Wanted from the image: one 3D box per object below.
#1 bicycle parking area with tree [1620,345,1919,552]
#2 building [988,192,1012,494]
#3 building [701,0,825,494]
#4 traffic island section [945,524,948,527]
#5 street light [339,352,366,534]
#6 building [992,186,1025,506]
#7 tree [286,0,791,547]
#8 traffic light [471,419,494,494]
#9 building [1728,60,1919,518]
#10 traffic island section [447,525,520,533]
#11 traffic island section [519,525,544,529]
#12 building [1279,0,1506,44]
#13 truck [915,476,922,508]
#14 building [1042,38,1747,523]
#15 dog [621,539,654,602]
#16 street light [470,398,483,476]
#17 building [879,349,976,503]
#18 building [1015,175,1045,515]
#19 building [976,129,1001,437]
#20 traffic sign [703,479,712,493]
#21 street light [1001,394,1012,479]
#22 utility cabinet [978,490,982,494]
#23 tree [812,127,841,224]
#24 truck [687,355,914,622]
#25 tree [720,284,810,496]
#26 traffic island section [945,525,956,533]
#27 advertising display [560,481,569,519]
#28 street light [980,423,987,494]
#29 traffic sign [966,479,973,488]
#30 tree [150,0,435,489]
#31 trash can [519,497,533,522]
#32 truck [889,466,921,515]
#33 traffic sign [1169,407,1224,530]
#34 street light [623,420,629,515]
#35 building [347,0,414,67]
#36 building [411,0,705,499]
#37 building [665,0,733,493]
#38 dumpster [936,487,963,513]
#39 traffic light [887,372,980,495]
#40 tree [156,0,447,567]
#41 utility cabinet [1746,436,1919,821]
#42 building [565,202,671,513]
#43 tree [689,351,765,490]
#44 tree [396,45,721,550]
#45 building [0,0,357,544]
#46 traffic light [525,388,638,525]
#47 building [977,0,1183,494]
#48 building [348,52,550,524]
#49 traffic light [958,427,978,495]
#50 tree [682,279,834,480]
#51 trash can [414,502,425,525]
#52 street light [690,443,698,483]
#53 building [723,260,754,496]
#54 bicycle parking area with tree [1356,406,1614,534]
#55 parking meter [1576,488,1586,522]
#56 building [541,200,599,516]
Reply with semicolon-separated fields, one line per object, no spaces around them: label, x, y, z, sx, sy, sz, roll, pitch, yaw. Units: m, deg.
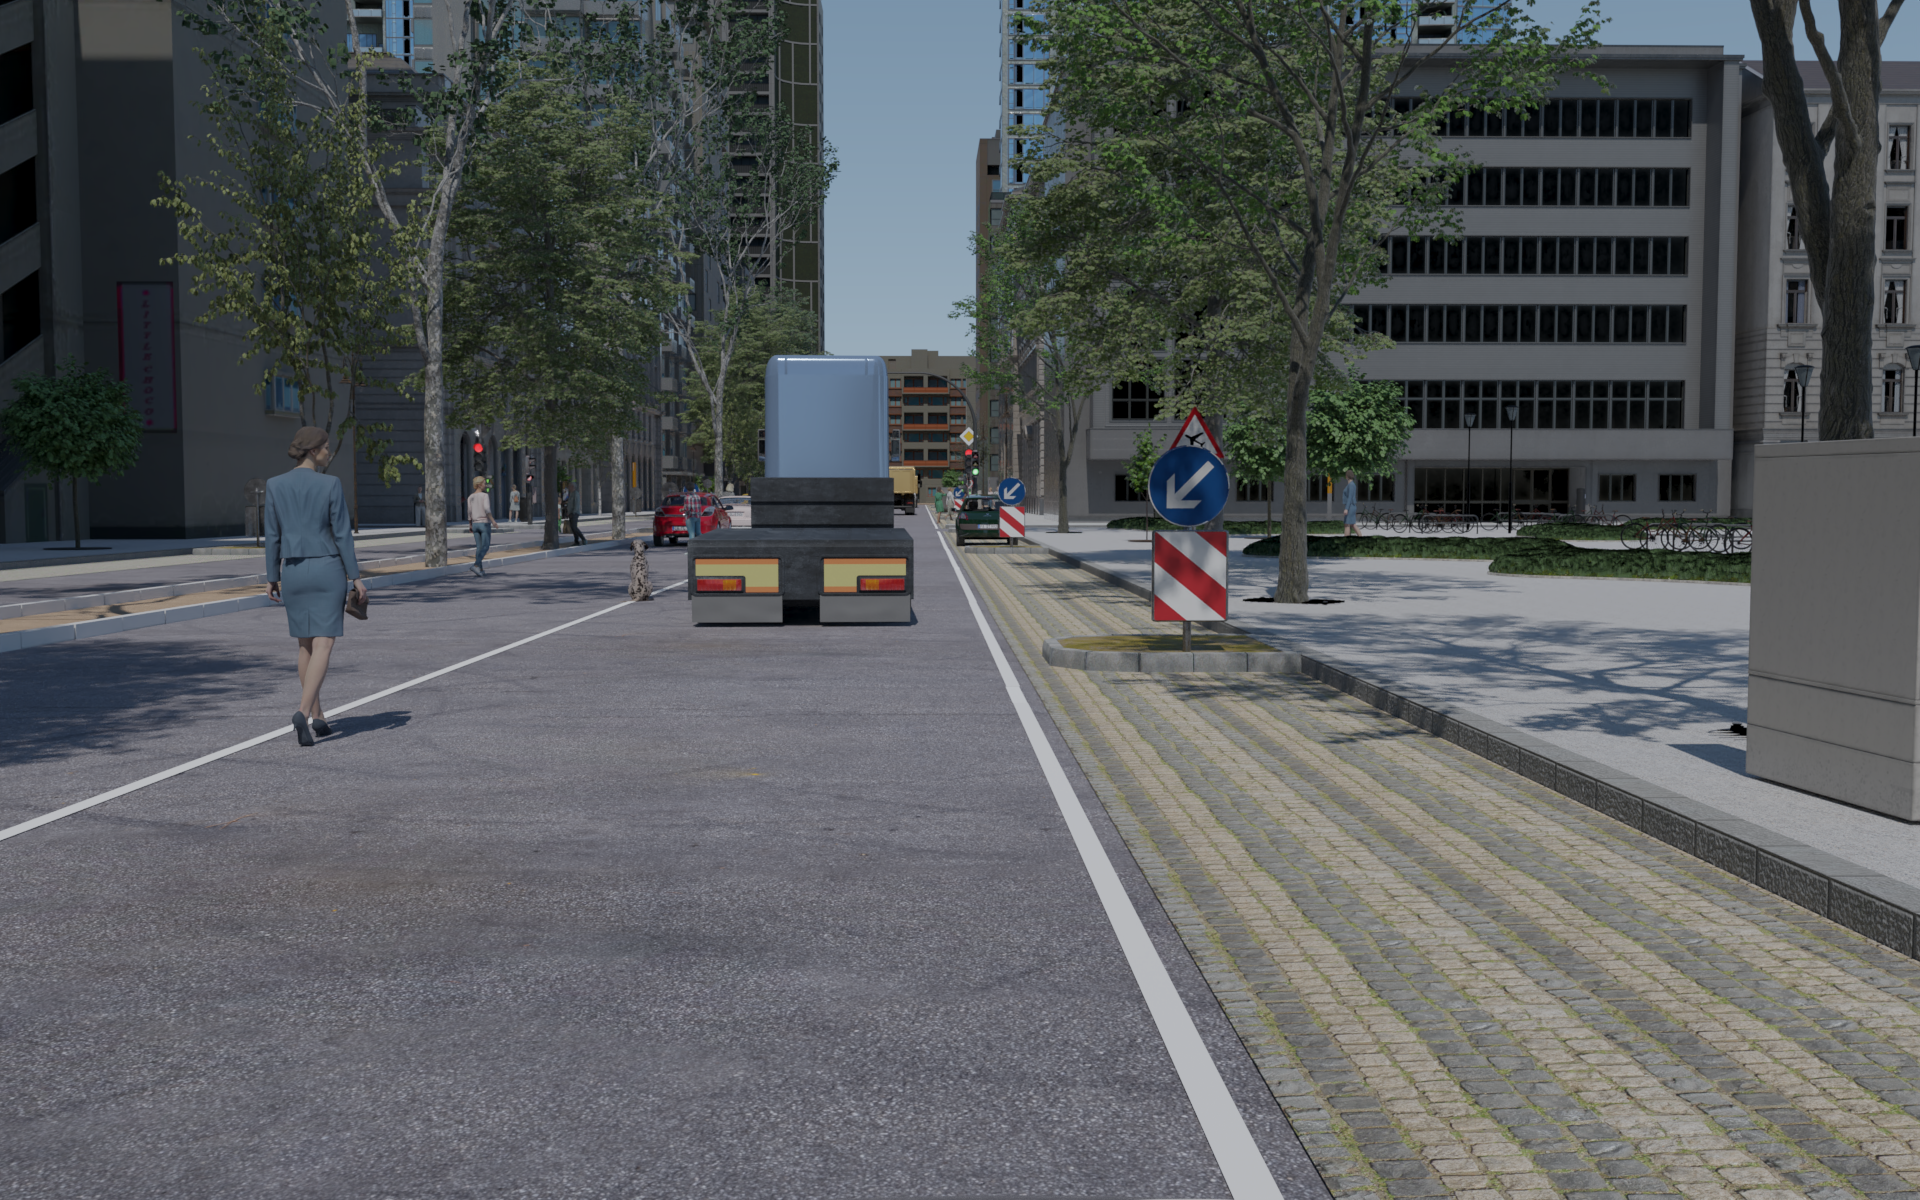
bicycle parking area with tree;18.766;-2.998;36.024;9.016;4.147;8.231;1;4;17
building;9.667;-24.238;167.995;14.160;30.474;14.107;0;4;-1
building;-29.754;-49.155;241.941;20.611;71.187;20.563;0;4;-1
traffic island section;0.392;-3.081;72.650;2.009;0.180;2.903;0;4;-1
street light;-19.583;-5.090;56.009;0.468;5.910;1.993;0;4;-1
building;9.183;-20.679;135.362;12.463;27.353;25.104;0;4;-1
tree;-12.005;-12.020;54.873;12.611;20.169;13.585;0;3;0
traffic light;-17.720;-4.599;64.117;0.839;4.253;0.868;0;4;-1
building;43.601;-14.088;79.490;18.267;20.994;9.793;0;4;-1
traffic island section;-17.761;-2.567;64.251;2.009;0.180;2.903;0;4;-1
traffic island section;-17.945;-3.055;72.234;2.009;0.180;2.903;0;4;-1
building;52.510;-54.883;210.003;31.000;86.520;22.319;0;4;-1
truck;-5.746;-11.450;183.125;3.469;3.379;9.791;0;4;-1
building;19.377;-16.069;81.803;30.058;24.678;14.314;0;4;-1
dog;-4.386;-0.391;23.223;0.513;0.831;0.800;2;4;27
street light;-19.983;-6.088;72.324;0.468;5.910;1.993;0;4;-1
building;-4.924;-24.603;247.301;28.899;21.520;27.650;0;4;-1
building;9.355;-17.377;112.997;11.050;23.489;19.941;0;4;-1
building;9.068;-34.451;213.391;14.600;45.320;14.200;0;4;-1
traffic sign;-21.373;-8.962;146.627;0.768;2.556;0.104;0;4;0
street light;2.130;-6.547;79.833;0.468;5.910;1.993;0;4;-1
utility cabinet;1.162;-5.995;106.695;0.318;1.500;1.173;0;4;3
tree;-12.029;-13.425;77.837;12.611;20.169;13.585;0;3;0
truck;-2.248;-2.329;27.841;2.967;4.110;18.799;0;4;-3
tree;-11.352;-10.548;93.046;7.486;12.596;7.792;0;3;0
traffic island section;0.576;-2.592;64.667;2.009;0.180;2.903;0;4;-1
advertising display;-20.084;-5.063;87.994;0.123;1.923;0.974;0;4;5
street light;1.517;-8.591;113.255;0.468;5.910;1.993;0;4;-1
traffic sign;0.761;-8.633;141.251;0.768;2.556;0.104;0;4;8
tree;-9.630;-4.458;25.701;4.737;8.622;4.395;0;3;0
trash can;-19.939;-4.152;79.539;0.748;1.137;0.748;0;3;0
truck;-4.398;-7.578;119.822;3.469;3.379;9.791;0;4;-2
traffic sign;3.487;-1.579;25.819;0.884;2.594;0.081;0;4;1
street light;-20.646;-8.171;106.388;0.468;5.910;1.993;0;4;-1
building;-76.578;-56.755;240.610;31.000;86.520;22.319;0;4;-1
building;-36.953;-33.136;161.376;23.786;49.044;30.456;0;4;-1
building;-40.065;-36.788;190.718;28.713;52.752;27.495;0;4;-1
dumpster;-0.677;-6.383;112.569;1.865;1.857;1.264;0;4;-2
traffic light;-1.554;-5.486;64.363;4.771;5.953;1.251;0;4;-1
tree;-11.469;-10.747;34.066;12.611;20.169;13.585;0;3;0
utility cabinet;3.773;0.088;7.238;0.318;1.500;1.173;0;4;-6
building;-29.480;-17.443;126.990;13.314;21.916;24.055;0;4;-1
tree;-11.538;-8.204;86.960;4.737;8.622;4.395;0;3;0
tree;-10.596;-7.576;44.450;7.486;12.596;7.792;0;3;0
building;-32.486;-26.170;51.583;21.600;48.544;21.300;0;4;-1
traffic light;-15.815;-5.964;72.183;4.771;5.953;1.251;0;4;-1
building;13.196;-53.602;189.062;22.319;86.520;31.000;0;4;-1
building;-29.030;-14.897;85.358;13.314;21.916;24.055;0;4;-1
traffic light;0.352;-5.114;72.535;0.839;4.253;0.868;0;4;-1
tree;-11.801;-11.856;102.955;9.857;13.997;8.962;0;3;0
trash can;-22.179;-3.651;71.353;0.748;1.137;0.748;0;3;0
street light;-21.487;-10.215;139.804;0.468;5.910;1.993;0;4;-1
building;-32.692;-27.068;214.254;14.107;30.474;14.160;0;4;-1
bicycle parking area with tree;17.843;-4.402;58.969;9.016;4.147;8.231;1;4;15
parking meter;25.888;-3.904;72.238;0.372;1.533;0.369;0;3;0
building;-29.046;-15.393;106.422;10.420;20.320;16.860;0;4;-1
